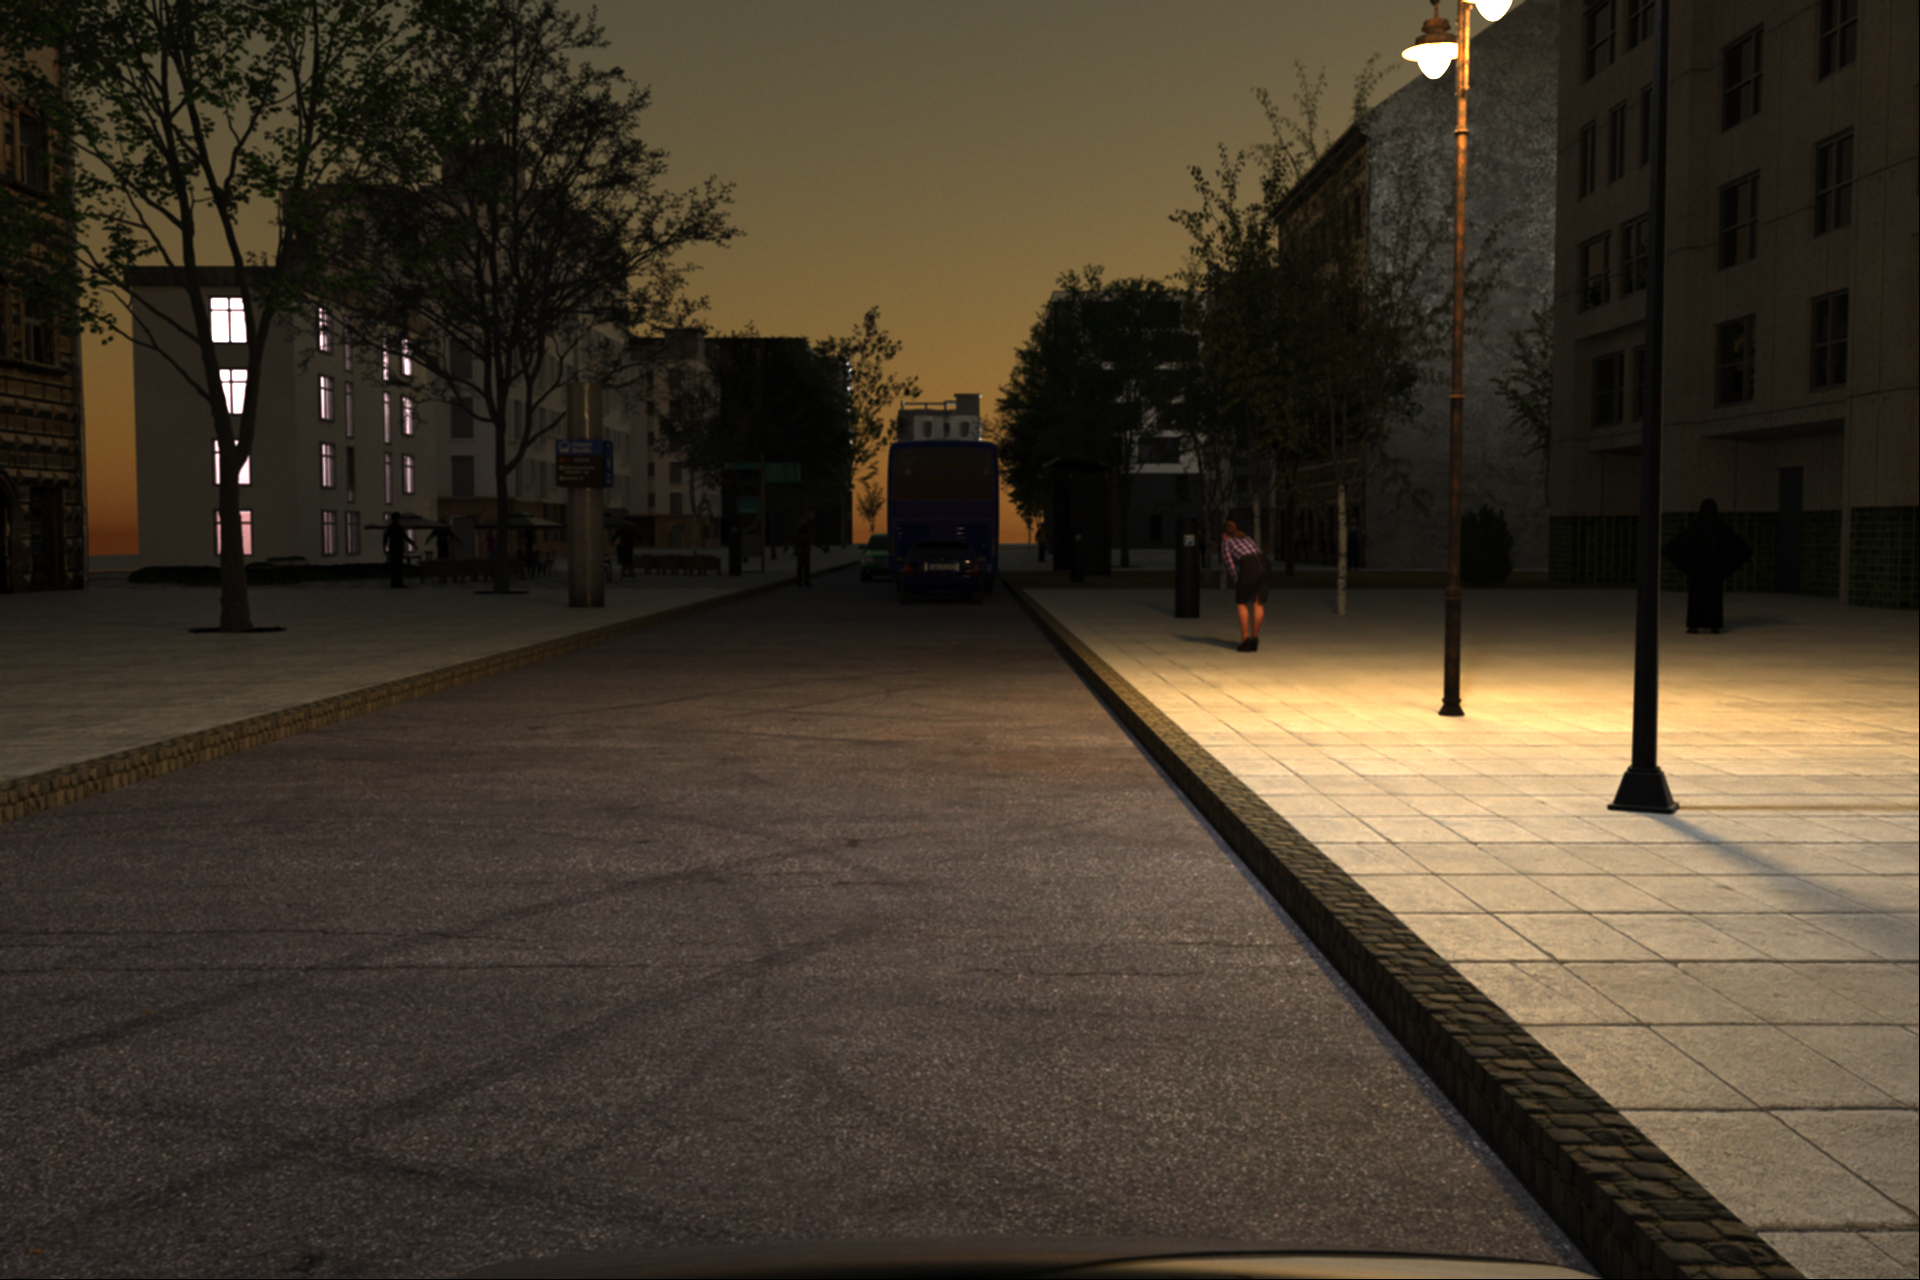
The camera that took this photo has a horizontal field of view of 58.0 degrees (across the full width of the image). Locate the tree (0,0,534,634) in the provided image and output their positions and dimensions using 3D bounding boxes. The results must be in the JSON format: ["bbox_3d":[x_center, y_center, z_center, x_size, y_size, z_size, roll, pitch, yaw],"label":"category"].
[{"bbox_3d":[-9.514,-5.922,22.579,9.928,11.665,9.643,0,3,0],"label":"tree"}]

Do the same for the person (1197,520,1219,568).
[{"bbox_3d":[9.081,-3.614,65.224,1.348,1.813,0.705,2,4,27],"label":"person"}]

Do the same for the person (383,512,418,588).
[{"bbox_3d":[-13.346,-2.137,41.122,1.347,1.806,0.705,3,4,39],"label":"person"}]

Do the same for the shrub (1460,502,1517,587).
[{"bbox_3d":[12.839,-2.356,42.558,1.661,2.075,1.752,0,3,0],"label":"shrub"}]

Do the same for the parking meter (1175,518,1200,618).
[{"bbox_3d":[3.489,-1.109,26.548,0.372,1.533,0.369,0,3,0],"label":"parking meter"}]

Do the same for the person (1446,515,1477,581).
[{"bbox_3d":[13.984,-2.518,47.304,1.347,1.817,0.704,0,4,7],"label":"person"}]

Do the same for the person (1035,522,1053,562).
[{"bbox_3d":[3.771,-4.467,79.012,0.705,1.833,1.349,3,4,36],"label":"person"}]

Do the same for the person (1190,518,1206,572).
[{"bbox_3d":[7.846,-3.172,58.046,0.705,1.806,1.347,-3,5,-41],"label":"person"}]

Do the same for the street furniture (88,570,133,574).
[{"bbox_3d":[-29.473,-2.441,46.770,9.812,1.723,11.010,2,4,32],"label":"street furniture"}]

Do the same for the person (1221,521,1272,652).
[{"bbox_3d":[3.095,-0.592,18.950,0.421,1.427,0.697,-2,4,-29],"label":"person"}]

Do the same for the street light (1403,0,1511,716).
[{"bbox_3d":[3.483,-2.404,12.097,0.468,5.910,1.993,0,4,0],"label":"street light"}]

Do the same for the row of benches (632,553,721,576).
[{"bbox_3d":[-8.909,-2.378,54.336,1.422,0.672,4.104,-3,5,-45],"label":"row of benches"}]

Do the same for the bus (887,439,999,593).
[{"bbox_3d":[-0.368,-3.274,45.077,2.896,3.916,12.251,0,3,0],"label":"bus"}]

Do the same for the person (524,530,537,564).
[{"bbox_3d":[-16.828,-3.777,67.695,0.705,1.837,1.347,0,4,4],"label":"person"}]

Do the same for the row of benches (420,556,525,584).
[{"bbox_3d":[-13.090,-1.898,46.490,1.422,0.672,4.104,1,4,18],"label":"row of benches"}]

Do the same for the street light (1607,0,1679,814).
[{"bbox_3d":[3.741,-2.164,7.927,1.470,5.913,1.316,0,4,0],"label":"street light"}]

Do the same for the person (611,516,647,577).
[{"bbox_3d":[-9.959,-2.800,51.917,1.346,1.812,0.704,2,4,29],"label":"person"}]

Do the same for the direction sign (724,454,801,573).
[{"bbox_3d":[-6.560,-4.246,58.184,2.525,3.948,1.411,0,4,0],"label":"direction sign"}]

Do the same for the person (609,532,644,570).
[{"bbox_3d":[-11.843,-3.391,61.707,1.348,1.796,0.705,1,4,15],"label":"person"}]

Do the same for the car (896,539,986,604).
[{"bbox_3d":[-0.398,-1.475,36.693,1.945,1.354,3.894,0,4,-1],"label":"car"}]

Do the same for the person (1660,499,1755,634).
[{"bbox_3d":[9.594,-0.949,22.301,1.214,1.737,0.721,1,4,9],"label":"person"}]

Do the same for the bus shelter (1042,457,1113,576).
[{"bbox_3d":[3.779,-3.963,56.082,1.731,3.624,6.357,0,4,-2],"label":"bus shelter"}]

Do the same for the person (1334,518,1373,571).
[{"bbox_3d":[13.746,-3.345,60.544,1.347,1.847,0.705,1,4,12],"label":"person"}]

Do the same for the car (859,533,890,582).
[{"bbox_3d":[-2.129,-2.745,53.680,1.959,1.807,4.718,0,3,0],"label":"car"}]

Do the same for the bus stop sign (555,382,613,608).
[{"bbox_3d":[-6.577,-2.531,30.400,0.837,3.901,0.837,0,4,-1],"label":"bus stop sign"}]

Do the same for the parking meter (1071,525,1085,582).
[{"bbox_3d":[3.133,-2.306,46.113,0.372,1.533,0.369,0,3,0],"label":"parking meter"}]

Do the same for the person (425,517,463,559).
[{"bbox_3d":[-17.547,-3.243,58.799,1.354,1.856,0.705,-3,5,-42],"label":"person"}]

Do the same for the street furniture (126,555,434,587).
[{"bbox_3d":[-18.313,-1.908,46.824,5.734,0.657,10.072,1,4,11],"label":"street furniture"}]

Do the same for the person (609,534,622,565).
[{"bbox_3d":[-14.296,-4.039,72.497,0.721,1.772,1.216,2,4,25],"label":"person"}]

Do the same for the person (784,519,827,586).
[{"bbox_3d":[-4.282,-2.401,47.478,1.354,1.858,0.705,-3,4,-36],"label":"person"}]

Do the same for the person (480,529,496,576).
[{"bbox_3d":[-14.308,-2.674,52.990,0.599,1.433,0.991,2,4,34],"label":"person"}]

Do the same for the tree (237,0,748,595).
[{"bbox_3d":[-9.736,-7.742,36.956,12.009,13.543,11.850,0,3,0],"label":"tree"}]

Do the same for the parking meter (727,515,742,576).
[{"bbox_3d":[-6.957,-2.919,53.445,0.399,1.863,0.255,0,4,2],"label":"parking meter"}]
